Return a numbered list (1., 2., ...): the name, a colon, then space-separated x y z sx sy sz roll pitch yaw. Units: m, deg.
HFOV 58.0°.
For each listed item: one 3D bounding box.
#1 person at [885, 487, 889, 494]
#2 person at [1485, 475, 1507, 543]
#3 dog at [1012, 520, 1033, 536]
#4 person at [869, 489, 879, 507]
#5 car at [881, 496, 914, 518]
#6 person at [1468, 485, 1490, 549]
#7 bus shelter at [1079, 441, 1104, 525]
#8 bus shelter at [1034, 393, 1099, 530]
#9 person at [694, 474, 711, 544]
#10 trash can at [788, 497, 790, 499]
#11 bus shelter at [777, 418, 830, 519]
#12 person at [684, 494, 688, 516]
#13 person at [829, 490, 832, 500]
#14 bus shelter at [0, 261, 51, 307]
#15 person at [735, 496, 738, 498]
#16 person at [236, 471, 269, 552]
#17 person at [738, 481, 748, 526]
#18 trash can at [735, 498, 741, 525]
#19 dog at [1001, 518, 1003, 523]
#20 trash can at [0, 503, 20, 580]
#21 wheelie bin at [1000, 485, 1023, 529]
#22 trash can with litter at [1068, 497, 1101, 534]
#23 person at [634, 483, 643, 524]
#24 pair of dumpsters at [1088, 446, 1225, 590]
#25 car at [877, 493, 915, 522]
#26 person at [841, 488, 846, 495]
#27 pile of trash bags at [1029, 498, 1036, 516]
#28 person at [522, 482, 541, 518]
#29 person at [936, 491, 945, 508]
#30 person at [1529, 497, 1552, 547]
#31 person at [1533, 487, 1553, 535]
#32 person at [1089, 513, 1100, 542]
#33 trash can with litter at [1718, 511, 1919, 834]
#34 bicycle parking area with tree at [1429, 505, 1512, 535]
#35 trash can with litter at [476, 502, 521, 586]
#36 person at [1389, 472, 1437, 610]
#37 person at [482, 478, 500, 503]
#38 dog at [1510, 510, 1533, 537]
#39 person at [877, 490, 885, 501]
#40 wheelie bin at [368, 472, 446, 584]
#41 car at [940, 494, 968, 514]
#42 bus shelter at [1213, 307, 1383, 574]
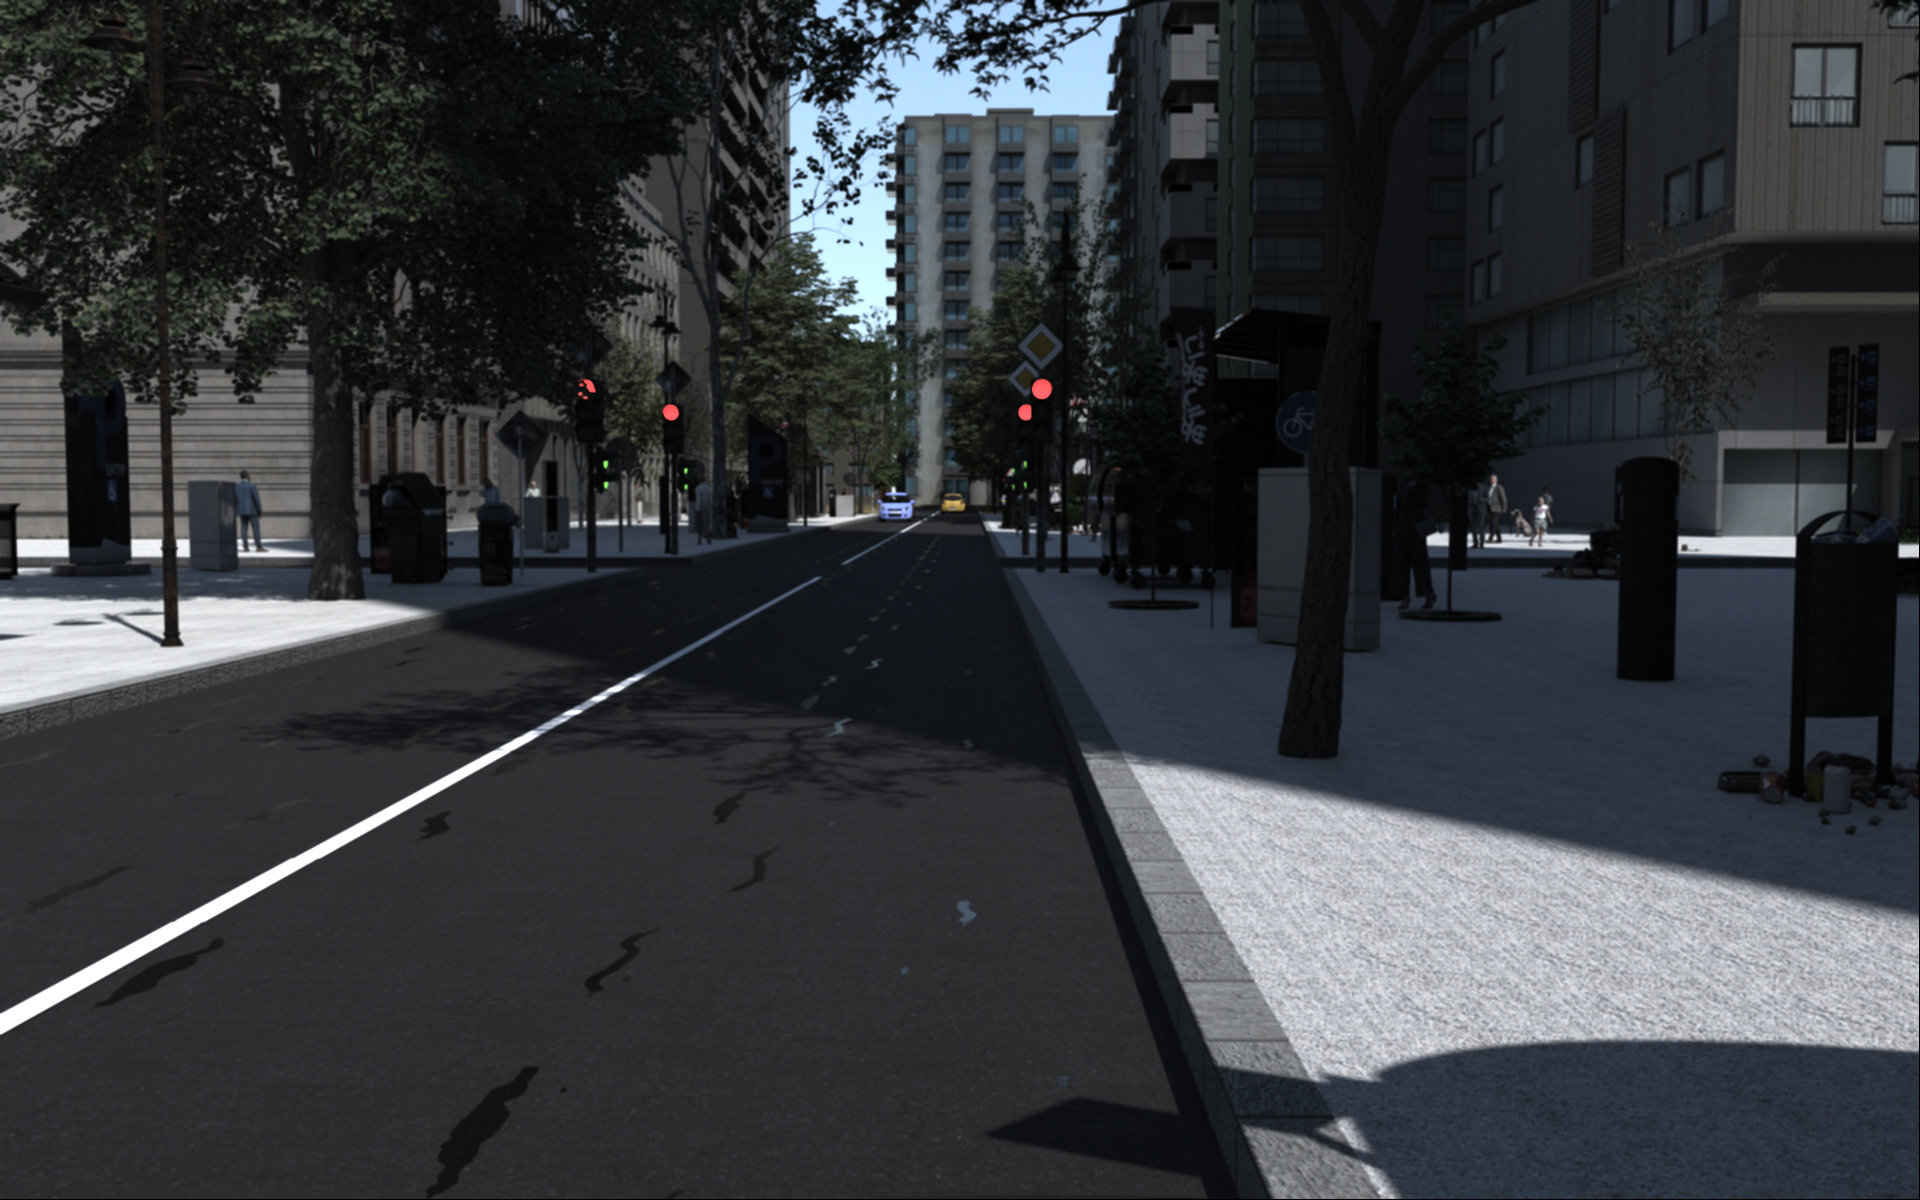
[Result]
1. person: -5.676 -7.987 136.730 0.705 1.812 1.348 1 4 21
2. person: 13.824 -2.357 44.971 0.834 1.777 0.661 -3 4 -36
3. dog: 1.898 -2.203 52.855 0.540 0.507 0.406 -3 4 -38
4. person: -8.383 -9.899 167.881 1.348 1.826 0.705 -3 5 -44
5. car: -3.642 -5.426 100.512 2.131 1.459 4.920 0 4 2
6. person: 12.150 -2.115 40.819 0.606 1.804 0.583 2 4 25
7. bus shelter: 5.209 -5.103 74.710 1.731 3.624 6.357 0 4 0
8. bus shelter: 4.001 -5.445 66.656 2.179 5.291 8.768 0 4 0
9. person: -6.496 -2.302 43.912 0.478 1.798 0.641 -2 4 -27
10. trash can: -7.493 -3.719 72.459 0.748 1.137 0.748 0 3 0
11. bus shelter: -8.539 -7.122 94.069 2.179 5.291 8.768 0 4 1
12. person: -16.101 -5.903 102.749 0.583 1.804 0.606 0 4 7
13. person: -13.291 -10.421 177.207 0.721 1.735 1.217 -1 4 -15
14. bus shelter: -8.216 -1.045 11.006 2.014 3.302 5.546 0 4 1
15. person: -11.158 -4.591 86.125 0.382 1.210 0.505 2 4 33
16. person: -15.736 -1.963 38.322 0.721 1.800 0.419 0 4 -4
17. person: -8.555 -3.835 68.925 0.537 1.800 0.526 3 5 44
18. trash can: -9.102 -3.694 72.043 0.748 1.137 0.748 0 3 0
19. dog: 1.962 -3.804 76.569 0.800 0.831 0.513 -1 4 -10
20. trash can: -14.505 -0.878 26.002 0.748 1.137 0.748 0 3 0
21. wheelie bin: 1.954 -3.386 63.265 0.980 1.594 0.693 -3 5 -43
22. trash can with litter: 3.901 -2.778 56.477 1.678 1.210 2.233 3 4 38
23. person: -13.934 -4.184 74.999 0.362 1.759 0.519 -2 4 -28
24. pair of dumpsters: 2.807 -1.388 25.194 1.574 2.255 4.437 0 4 0
25. car: -3.290 -4.880 89.372 1.945 1.707 3.694 0 3 0
26. person: -9.076 -7.756 133.680 0.721 1.723 1.217 -2 4 -26
27. pile of trash bags: 4.857 -5.610 101.475 1.912 1.369 3.447 0 4 -8
28. person: -16.716 -3.739 67.667 0.782 1.767 0.515 -3 4 -39
29. person: -1.882 -10.502 180.288 1.350 1.814 0.705 1 4 18
30. person: 14.167 -1.906 42.229 0.505 1.210 0.382 0 4 4
31. person: 18.436 -2.820 54.748 0.503 1.515 0.523 -1 4 -11
32. person: 3.814 -2.479 46.752 0.526 1.800 0.537 -3 5 -41
33. trash can with litter: 4.176 0.222 7.430 2.233 1.210 1.678 -1 4 -21
34. bicycle parking area with tree: 14.028 -4.329 57.782 8.231 4.147 9.016 1 4 15
35. trash can with litter: -6.525 -0.805 24.544 0.624 1.170 1.055 -1 4 -15
36. person: 5.049 -0.788 19.340 0.576 1.772 0.534 3 4 37
37. person: -15.077 -3.031 55.865 0.793 1.790 0.793 -2 4 -34
38. dog: 16.883 -2.281 51.680 0.513 0.831 0.800 -2 4 -28
39. person: -8.115 -10.728 181.375 1.348 1.831 0.705 2 4 24
40. wheelie bin: -7.913 -1.048 25.036 0.693 1.594 0.980 1 4 17
41. car: -0.468 -6.895 122.962 2.015 1.641 3.980 0 4 1
42. bus shelter: 4.550 -2.057 24.919 1.731 3.624 6.357 0 4 1
